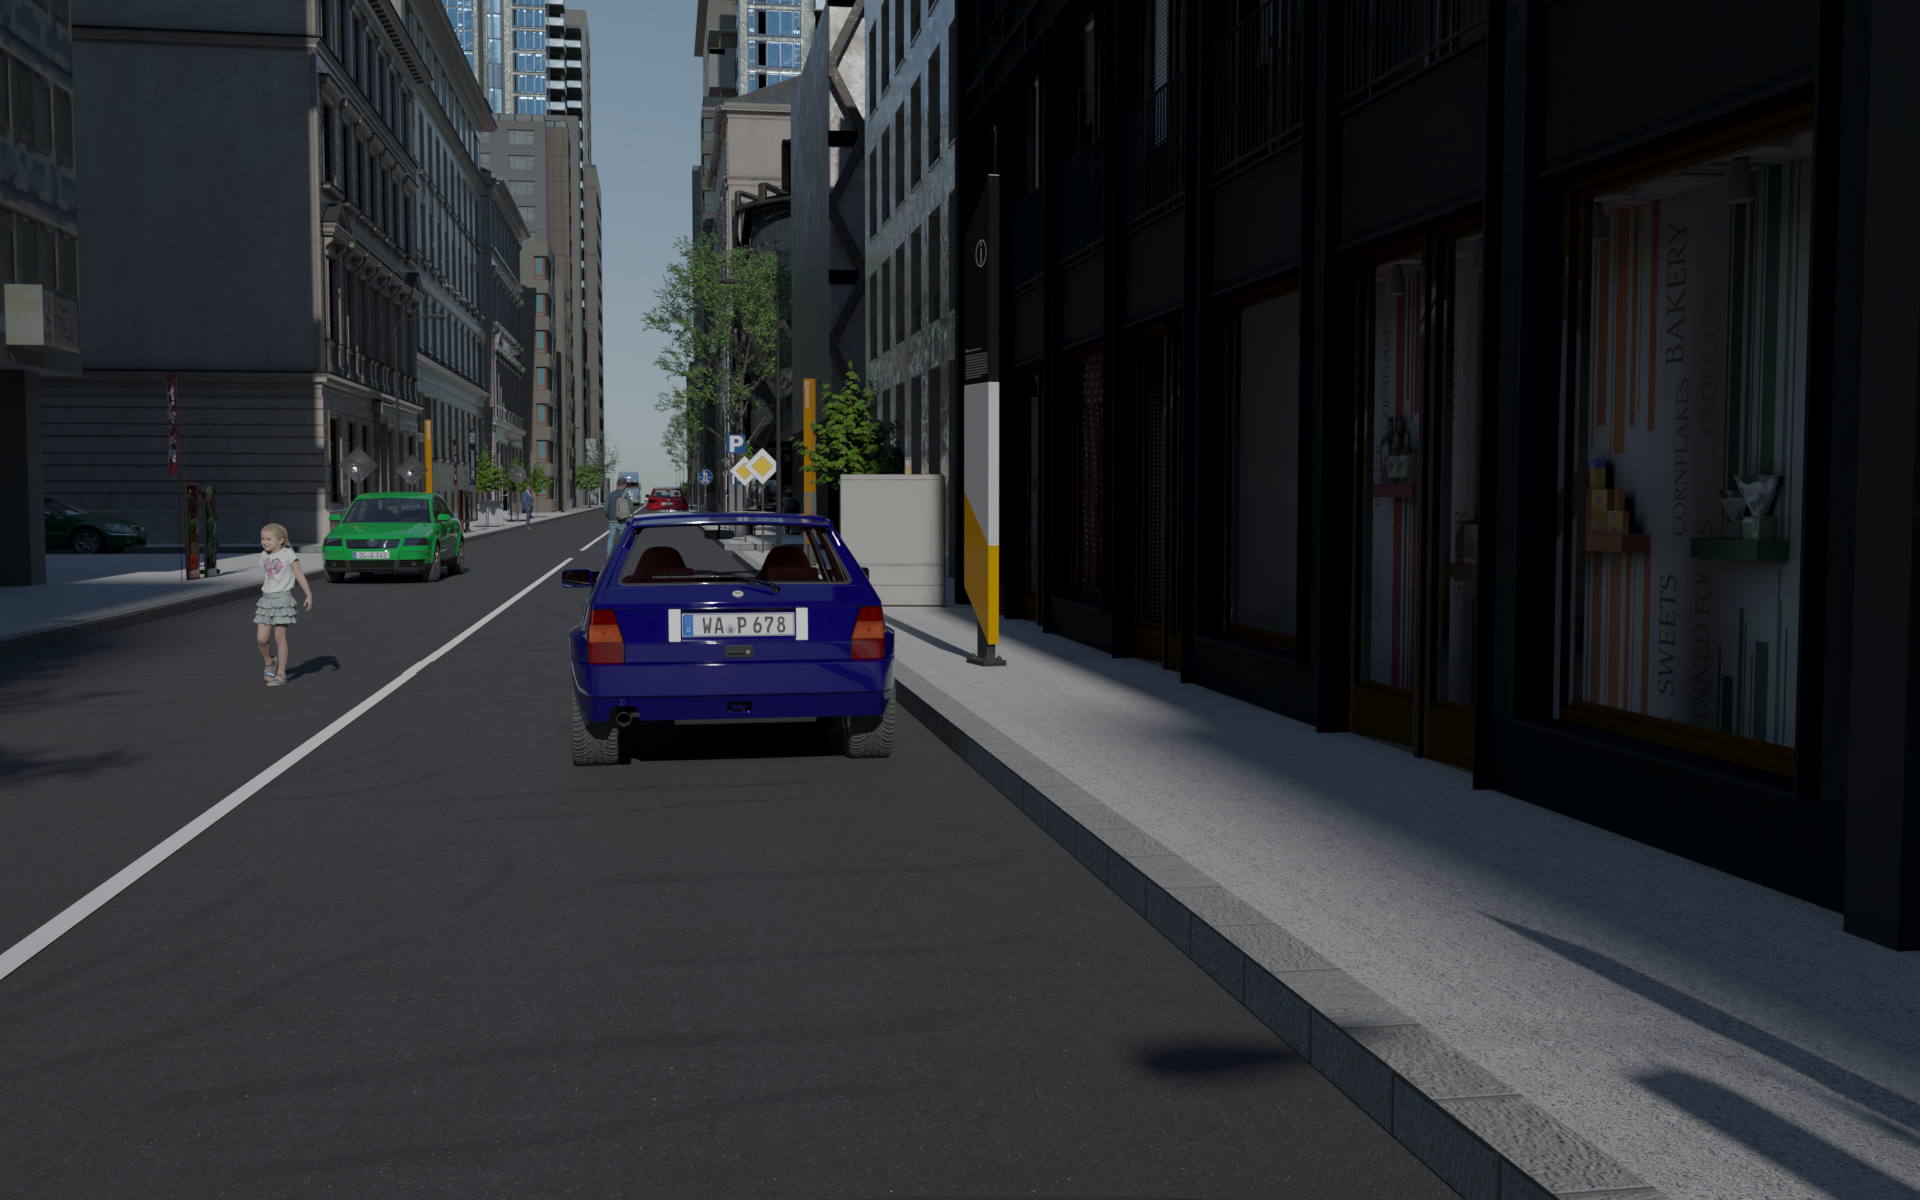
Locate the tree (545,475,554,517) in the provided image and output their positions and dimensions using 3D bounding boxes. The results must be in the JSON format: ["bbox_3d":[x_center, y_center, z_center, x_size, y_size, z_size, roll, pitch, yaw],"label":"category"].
[{"bbox_3d":[-23.054,-6.136,94.929,1.663,3.219,1.824,0,3,0],"label":"tree"}]

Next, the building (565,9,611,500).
[{"bbox_3d":[-63.539,-50.290,260.490,20.563,71.187,20.611,-1,4,-10],"label":"building"}]

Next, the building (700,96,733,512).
[{"bbox_3d":[-12.368,-21.938,130.384,14.160,30.474,14.107,-1,4,-10],"label":"building"}]

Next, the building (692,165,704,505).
[{"bbox_3d":[-26.647,-32.745,218.969,14.154,41.232,14.086,-1,4,-10],"label":"building"}]

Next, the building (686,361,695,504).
[{"bbox_3d":[-24.017,-24.282,242.048,27.650,21.520,28.899,-1,4,-10],"label":"building"}]

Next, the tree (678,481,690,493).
[{"bbox_3d":[-35.270,-13.844,220.951,1.663,3.219,1.824,0,3,0],"label":"tree"}]

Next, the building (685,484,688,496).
[{"bbox_3d":[-26.739,-35.224,267.795,32.217,40.220,23.993,-1,4,-10],"label":"building"}]

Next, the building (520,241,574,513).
[{"bbox_3d":[-44.226,-17.461,130.525,27.650,21.520,28.899,-1,4,-10],"label":"building"}]

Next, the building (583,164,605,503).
[{"bbox_3d":[-60.658,-37.689,239.917,21.300,48.544,21.600,-1,4,-10],"label":"building"}]

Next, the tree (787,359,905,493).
[{"bbox_3d":[-1.665,-1.851,24.873,1.663,3.219,1.824,0,3,0],"label":"tree"}]

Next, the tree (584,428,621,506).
[{"bbox_3d":[-40.044,-14.861,193.344,4.360,8.622,3.978,0,3,0],"label":"tree"}]

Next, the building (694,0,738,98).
[{"bbox_3d":[-13.001,-36.268,182.214,28.713,52.752,27.495,-1,4,-10],"label":"building"}]

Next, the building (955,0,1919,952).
[{"bbox_3d":[7.342,-11.210,12.958,12.332,23.373,15.834,-1,4,-10],"label":"building"}]

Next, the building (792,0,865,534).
[{"bbox_3d":[3.538,-11.540,56.133,16.811,18.784,16.820,-1,4,-10],"label":"building"}]

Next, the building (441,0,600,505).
[{"bbox_3d":[-56.022,-55.061,212.917,22.319,86.520,31.000,-1,4,-10],"label":"building"}]

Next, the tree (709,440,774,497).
[{"bbox_3d":[-7.588,-4.101,61.652,1.663,3.219,1.824,0,3,0],"label":"tree"}]

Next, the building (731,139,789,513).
[{"bbox_3d":[-3.109,-13.482,87.878,16.820,18.784,16.811,-1,4,-10],"label":"building"}]

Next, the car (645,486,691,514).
[{"bbox_3d":[-14.526,-4.741,86.182,2.281,1.827,5.304,-1,4,-9],"label":"car"}]

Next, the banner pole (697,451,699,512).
[{"bbox_3d":[-15.374,-6.828,101.654,0.401,3.779,0.863,-1,4,-11],"label":"banner pole"}]

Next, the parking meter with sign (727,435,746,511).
[{"bbox_3d":[-6.656,-3.386,51.624,0.543,3.016,1.738,0,4,-7],"label":"parking meter with sign"}]

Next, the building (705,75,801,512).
[{"bbox_3d":[-9.233,-19.007,108.022,12.463,27.353,25.104,-1,4,-10],"label":"building"}]

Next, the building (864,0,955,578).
[{"bbox_3d":[4.535,-10.665,29.126,10.420,20.320,16.860,-1,4,-10],"label":"building"}]

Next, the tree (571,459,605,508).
[{"bbox_3d":[-34.573,-10.832,160.814,4.285,4.588,4.351,0,3,0],"label":"tree"}]

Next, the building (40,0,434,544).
[{"bbox_3d":[-22.616,-11.505,52.733,10.561,19.102,19.286,-1,4,-10],"label":"building"}]

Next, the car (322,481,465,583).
[{"bbox_3d":[-9.566,-1.262,29.425,1.959,1.807,4.718,-1,4,-8],"label":"car"}]

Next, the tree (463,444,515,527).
[{"bbox_3d":[-18.385,-4.445,67.278,1.663,3.219,1.824,0,3,0],"label":"tree"}]

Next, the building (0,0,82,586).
[{"bbox_3d":[-23.096,-19.820,15.937,23.993,40.220,32.217,-1,4,-10],"label":"building"}]

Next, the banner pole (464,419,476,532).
[{"bbox_3d":[-16.500,-4.183,58.411,0.401,3.779,0.863,1,4,10],"label":"banner pole"}]

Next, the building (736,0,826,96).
[{"bbox_3d":[-10.671,-51.333,151.960,22.319,86.520,31.000,-1,4,-10],"label":"building"}]

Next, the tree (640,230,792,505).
[{"bbox_3d":[-8.781,-8.751,68.840,9.928,11.665,9.643,0,3,0],"label":"tree"}]

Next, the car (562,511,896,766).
[{"bbox_3d":[-1.456,0.122,10.585,1.945,1.354,3.894,-1,4,-10],"label":"car"}]

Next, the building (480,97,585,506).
[{"bbox_3d":[-46.877,-30.414,180.870,14.154,41.232,14.086,-1,4,-10],"label":"building"}]

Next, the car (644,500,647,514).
[{"bbox_3d":[-18.970,-6.104,109.594,2.009,1.686,4.222,-1,4,-9],"label":"car"}]

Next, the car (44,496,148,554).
[{"bbox_3d":[-21.330,-1.713,39.800,4.920,1.459,2.131,-1,4,-9],"label":"car"}]

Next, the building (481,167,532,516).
[{"bbox_3d":[-31.825,-16.262,102.041,11.583,22.565,21.152,-1,4,-10],"label":"building"}]

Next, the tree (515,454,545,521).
[{"bbox_3d":[-21.031,-5.372,82.426,1.663,3.219,1.824,0,3,0],"label":"tree"}]

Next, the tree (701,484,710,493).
[{"bbox_3d":[-17.541,-7.771,121.654,1.663,3.219,1.824,0,3,0],"label":"tree"}]

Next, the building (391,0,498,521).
[{"bbox_3d":[-29.940,-14.871,76.419,16.112,22.955,30.059,-1,4,-10],"label":"building"}]

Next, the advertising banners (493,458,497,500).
[{"bbox_3d":[-19.210,-4.611,71.578,0.090,3.025,2.074,-1,4,-16],"label":"advertising banners"}]
